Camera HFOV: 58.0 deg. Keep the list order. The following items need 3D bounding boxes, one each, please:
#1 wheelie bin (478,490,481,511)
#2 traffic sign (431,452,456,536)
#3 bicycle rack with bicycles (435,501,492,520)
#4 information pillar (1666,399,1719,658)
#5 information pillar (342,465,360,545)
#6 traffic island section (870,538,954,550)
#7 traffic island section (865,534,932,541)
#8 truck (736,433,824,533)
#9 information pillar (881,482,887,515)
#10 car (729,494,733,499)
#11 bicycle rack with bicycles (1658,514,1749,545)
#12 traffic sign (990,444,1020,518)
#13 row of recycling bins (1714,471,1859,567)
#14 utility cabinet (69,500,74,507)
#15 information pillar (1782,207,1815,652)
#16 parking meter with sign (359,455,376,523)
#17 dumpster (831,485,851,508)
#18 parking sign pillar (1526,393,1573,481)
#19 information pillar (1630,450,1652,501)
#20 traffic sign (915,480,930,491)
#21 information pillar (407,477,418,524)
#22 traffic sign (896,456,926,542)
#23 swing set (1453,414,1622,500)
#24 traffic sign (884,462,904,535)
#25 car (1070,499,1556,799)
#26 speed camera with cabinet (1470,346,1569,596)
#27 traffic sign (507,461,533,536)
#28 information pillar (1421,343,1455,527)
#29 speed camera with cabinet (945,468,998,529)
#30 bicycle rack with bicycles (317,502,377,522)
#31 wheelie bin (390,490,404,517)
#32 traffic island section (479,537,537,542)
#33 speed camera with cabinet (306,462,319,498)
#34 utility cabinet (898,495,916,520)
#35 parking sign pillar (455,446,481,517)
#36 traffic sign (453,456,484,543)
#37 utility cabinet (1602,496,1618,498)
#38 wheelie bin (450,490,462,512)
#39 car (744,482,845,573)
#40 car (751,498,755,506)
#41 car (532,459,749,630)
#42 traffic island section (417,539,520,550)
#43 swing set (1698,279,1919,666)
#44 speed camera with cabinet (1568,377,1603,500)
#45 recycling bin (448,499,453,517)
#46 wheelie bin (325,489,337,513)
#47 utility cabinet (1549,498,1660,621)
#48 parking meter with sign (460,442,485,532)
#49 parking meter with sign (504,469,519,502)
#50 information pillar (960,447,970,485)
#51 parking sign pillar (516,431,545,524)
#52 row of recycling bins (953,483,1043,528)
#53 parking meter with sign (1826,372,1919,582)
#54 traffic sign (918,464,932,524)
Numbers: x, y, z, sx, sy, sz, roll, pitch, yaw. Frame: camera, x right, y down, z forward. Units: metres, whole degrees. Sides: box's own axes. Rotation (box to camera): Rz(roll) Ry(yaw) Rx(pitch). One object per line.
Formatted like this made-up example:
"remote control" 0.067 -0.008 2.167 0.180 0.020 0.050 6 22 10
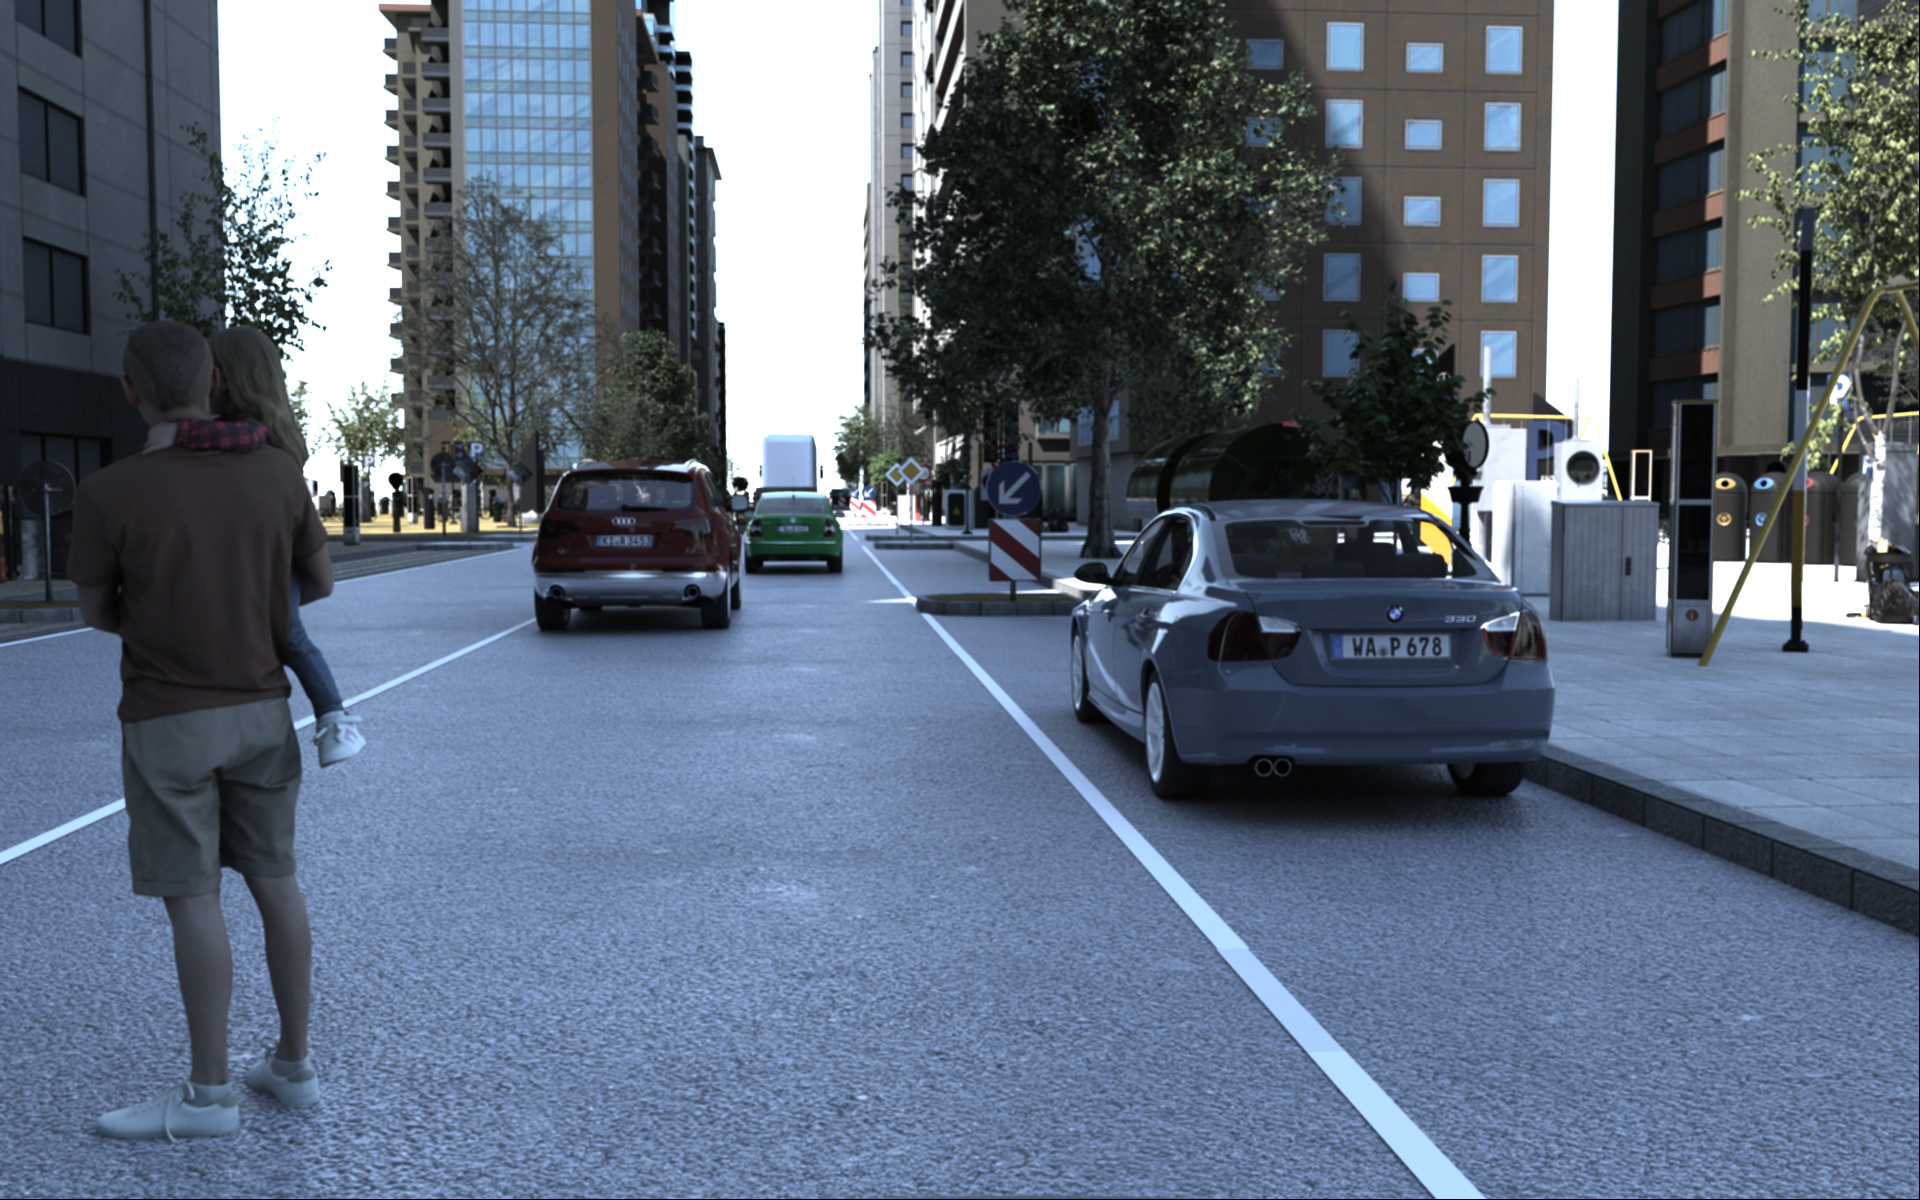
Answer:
"wheelie bin" -35.222 -7.244 126.339 0.980 1.594 0.693 -1 4 -13
"traffic sign" -15.686 -3.211 52.600 0.768 2.556 0.104 0 4 -2
"bicycle rack with bicycles" -25.147 -4.467 86.414 2.925 0.926 2.852 0 4 6
"information pillar" 5.760 -0.559 13.635 0.304 2.012 0.304 1 4 15
"information pillar" -15.300 -2.387 43.513 0.304 2.012 0.304 0 4 4
"traffic island section" -1.278 -1.460 46.147 2.009 0.180 2.903 0 4 -5
"traffic island section" -1.944 -1.946 54.104 2.009 0.180 2.903 0 4 -5
"truck" -7.280 -4.969 70.995 2.967 4.110 18.799 0 4 -3
"information pillar" -4.611 -6.158 105.170 0.304 2.012 0.304 -1 4 -14
"car" -24.926 -11.138 191.699 1.945 1.707 3.694 0 4 -6
"bicycle rack with bicycles" 18.715 -1.836 43.400 2.852 0.926 2.925 -3 4 -37
"traffic sign" 1.131 -2.678 43.895 0.768 2.556 0.104 0 4 -4
"row of recycling bins" 15.337 -1.515 31.882 1.069 1.692 3.534 -2 4 -33
"utility cabinet" -15.144 -1.171 30.308 1.020 1.237 0.306 -1 4 -18
"information pillar" 6.820 -1.387 14.032 0.183 3.616 0.504 2 4 27
"parking meter with sign" -26.974 -5.031 78.511 0.543 3.016 1.738 -2 4 -33
"dumpster" -11.403 -9.844 165.904 1.985 2.255 1.502 0 4 -4
"parking sign pillar" 15.610 -3.499 45.684 1.447 3.967 1.447 -3 4 -38
"information pillar" 11.422 -1.504 29.088 0.304 2.012 0.304 1 4 15
"traffic sign" -1.861 -5.003 81.807 0.884 2.594 0.081 0 3 0
"information pillar" -23.718 -4.314 75.030 0.304 2.012 0.304 2 4 29
"traffic sign" -1.300 -2.595 46.068 0.795 2.450 0.064 0 4 -5
"swing set" 11.534 -2.256 34.513 3.119 2.851 2.862 -1 4 -22
"traffic sign" -1.967 -3.082 54.025 0.795 2.450 0.064 0 4 -5
"car" 1.690 0.155 9.474 2.014 1.417 4.499 0 4 -4
"speed camera with cabinet" 7.233 -1.729 22.605 0.660 3.252 2.038 0 4 2
"traffic sign" -13.472 -3.024 53.086 0.795 2.450 0.064 0 4 -5
"information pillar" 7.487 -2.186 27.099 0.504 3.616 0.183 2 4 30
"speed camera with cabinet" 0.489 -4.194 62.901 2.038 3.252 0.660 1 4 18
"bicycle rack with bicycles" -28.894 -4.156 81.337 2.925 0.926 2.852 -2 4 -28
"wheelie bin" -31.093 -5.376 95.803 0.693 1.594 0.980 -2 4 -30
"traffic island section" -13.495 -1.888 53.146 2.009 0.180 2.903 0 4 -5
"speed camera with cabinet" -39.467 -6.741 104.543 0.660 3.252 2.038 0 4 7
"utility cabinet" -2.602 -4.528 85.200 1.020 1.237 0.306 1 4 12
"parking sign pillar" -27.405 -6.605 96.459 1.447 3.967 1.447 0 4 -2
"traffic sign" -12.806 -2.537 45.129 0.795 2.450 0.064 0 4 -5
"utility cabinet" 25.796 -3.564 69.431 0.306 1.237 1.020 -3 5 -42
"wheelie bin" -36.254 -7.157 124.932 0.693 1.594 0.980 2 4 31
"car" -3.144 -1.472 32.862 1.959 1.807 4.718 0 4 -5
"car" -17.237 -8.757 152.210 2.155 1.783 4.494 0 4 -6
"car" -3.588 -0.685 19.873 2.281 1.827 5.304 0 4 -5
"traffic island section" -12.829 -1.401 45.188 2.009 0.180 2.903 0 4 -5
"swing set" 7.138 -0.851 11.530 2.862 2.851 3.119 0 4 -8
"speed camera with cabinet" 9.736 -2.135 29.247 2.038 3.252 0.660 0 4 4
"recycling bin" -29.122 -5.229 98.042 0.722 1.027 0.722 -2 4 -26
"wheelie bin" -43.353 -6.810 119.250 0.980 1.594 0.693 3 4 36
"utility cabinet" 6.546 -0.394 17.596 1.020 1.237 0.306 0 4 -6
"parking meter with sign" -16.621 -3.826 58.816 0.543 3.016 1.738 -2 4 -30
"parking meter with sign" -30.097 -7.435 117.829 1.738 3.016 0.543 2 4 24
"information pillar" 0.228 -5.085 74.492 0.504 3.616 0.183 3 5 41
"parking sign pillar" -18.472 -5.287 74.908 1.447 3.967 1.447 -3 5 -44
"row of recycling bins" 1.388 -3.530 64.831 3.534 1.692 1.069 1 4 17
"parking meter with sign" 13.529 -1.770 25.205 1.738 3.016 0.543 -1 4 -11
"traffic sign" -1.574 -4.516 73.949 0.768 2.556 0.104 0 4 -1
